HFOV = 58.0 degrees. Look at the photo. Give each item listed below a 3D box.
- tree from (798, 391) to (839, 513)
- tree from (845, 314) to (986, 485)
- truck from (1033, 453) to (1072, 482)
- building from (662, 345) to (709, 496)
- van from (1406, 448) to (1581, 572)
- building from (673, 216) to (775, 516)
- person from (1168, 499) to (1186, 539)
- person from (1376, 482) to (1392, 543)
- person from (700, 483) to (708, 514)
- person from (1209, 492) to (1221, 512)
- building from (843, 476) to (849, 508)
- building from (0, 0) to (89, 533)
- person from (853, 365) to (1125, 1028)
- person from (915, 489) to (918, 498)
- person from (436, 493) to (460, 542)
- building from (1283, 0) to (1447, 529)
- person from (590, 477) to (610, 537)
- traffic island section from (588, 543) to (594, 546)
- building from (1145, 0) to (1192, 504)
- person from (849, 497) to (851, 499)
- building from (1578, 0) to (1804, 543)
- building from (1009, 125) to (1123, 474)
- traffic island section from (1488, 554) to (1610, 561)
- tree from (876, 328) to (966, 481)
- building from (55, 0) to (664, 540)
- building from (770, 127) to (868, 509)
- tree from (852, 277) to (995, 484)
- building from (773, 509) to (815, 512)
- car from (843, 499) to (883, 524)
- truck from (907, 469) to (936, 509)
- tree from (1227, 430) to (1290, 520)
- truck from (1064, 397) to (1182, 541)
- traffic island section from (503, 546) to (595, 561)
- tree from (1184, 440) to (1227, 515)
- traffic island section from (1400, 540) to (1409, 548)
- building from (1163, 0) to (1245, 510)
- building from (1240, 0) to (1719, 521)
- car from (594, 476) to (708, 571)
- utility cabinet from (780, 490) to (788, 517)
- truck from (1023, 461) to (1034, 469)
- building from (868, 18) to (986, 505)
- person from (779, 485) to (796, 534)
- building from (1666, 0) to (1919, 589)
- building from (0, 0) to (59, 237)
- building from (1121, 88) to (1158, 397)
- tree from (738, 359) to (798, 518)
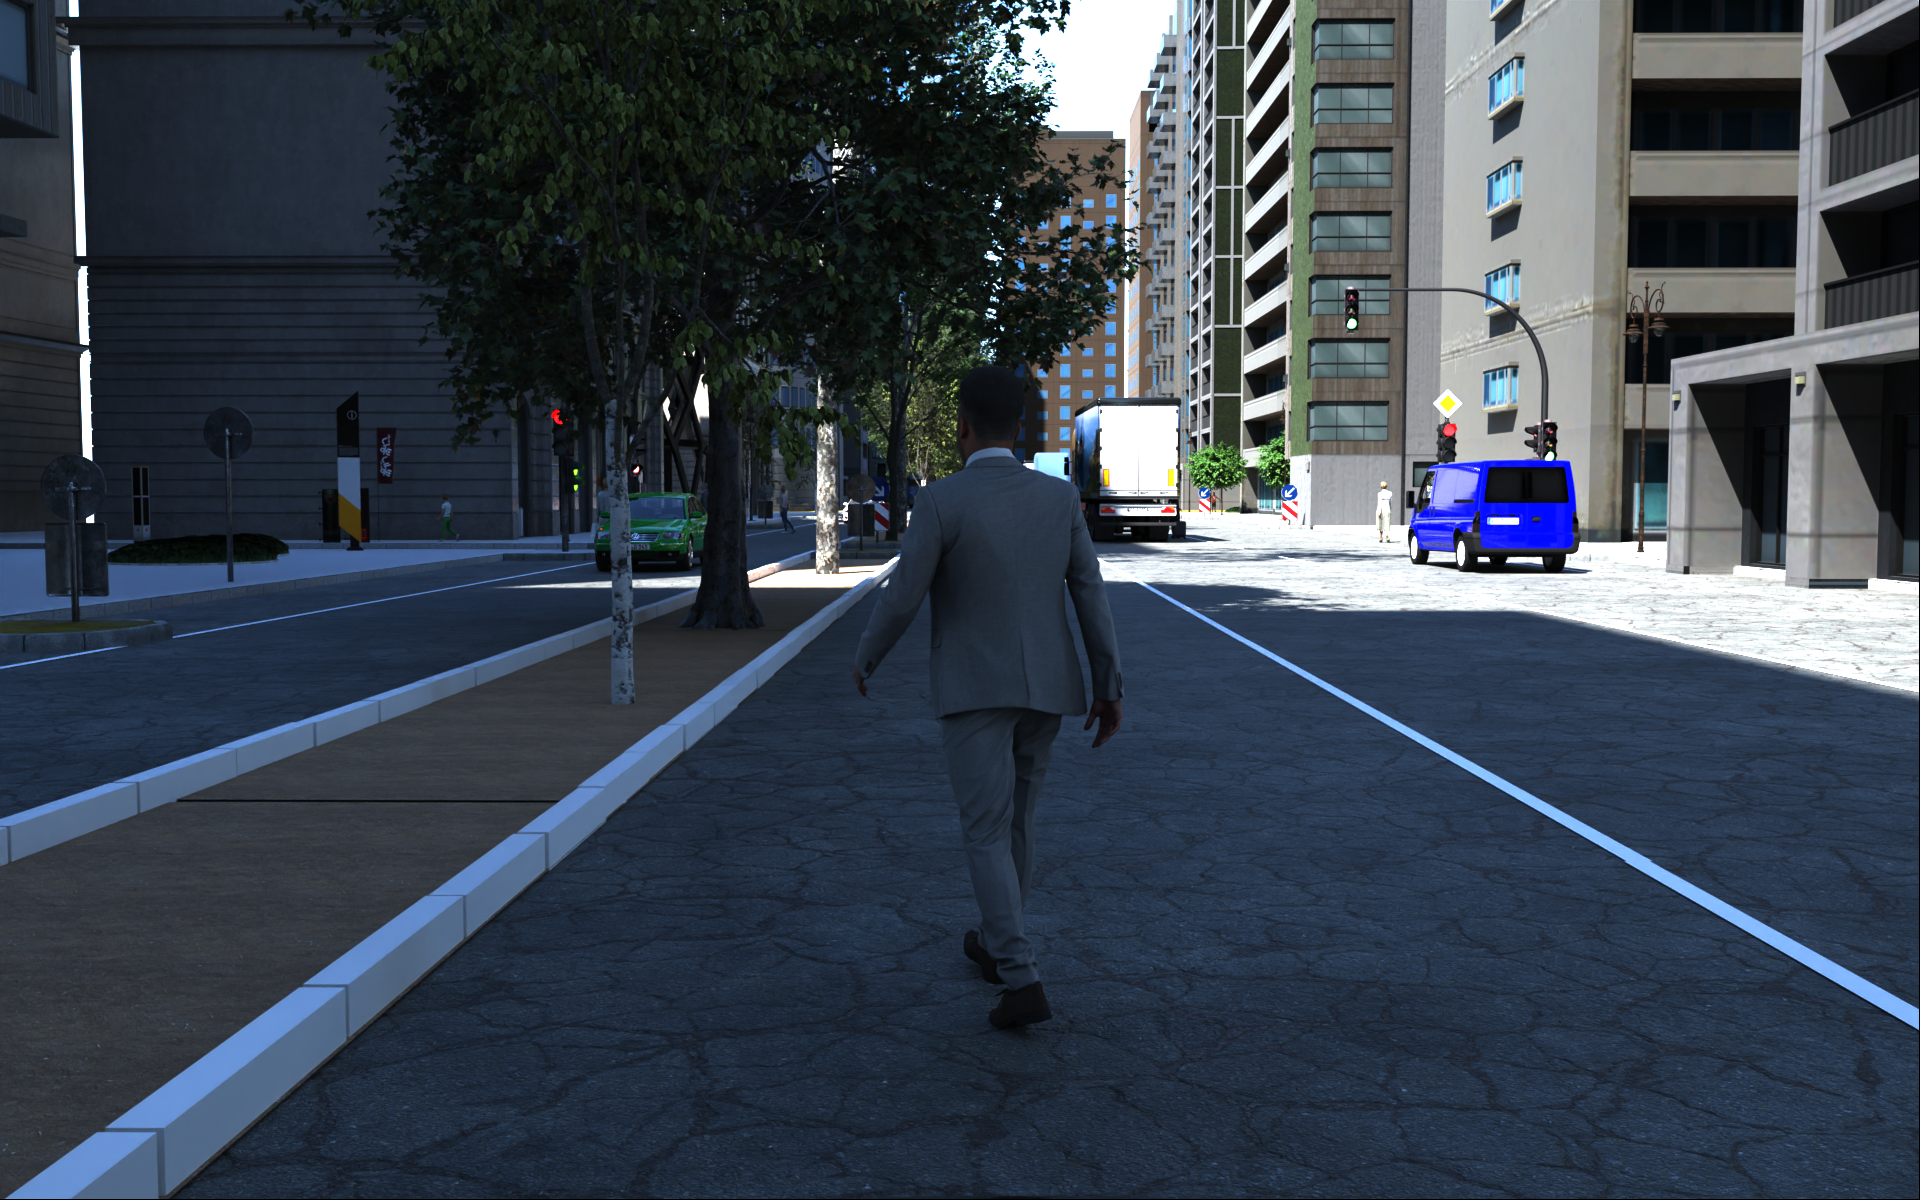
[{"bbox_3d":[-10.009,-10.246,117.876,4.360,8.622,3.978,0,3,0],"label":"tree"},{"bbox_3d":[-1.583,-8.976,83.625,8.767,10.594,7.601,0,4,1],"label":"tree"},{"bbox_3d":[5.797,-7.163,106.880,2.967,4.110,18.799,0,4,2],"label":"truck"},{"bbox_3d":[-20.226,-12.979,79.664,16.820,18.784,16.811,0,4,1],"label":"building"},{"bbox_3d":[10.143,-1.778,33.455,2.240,2.365,5.245,0,4,0],"label":"van"},{"bbox_3d":[-16.986,-14.592,103.213,10.561,19.102,19.286,0,4,1],"label":"building"},{"bbox_3d":[6.950,-2.885,55.890,0.699,1.804,1.509,0,4,8],"label":"person"},{"bbox_3d":[12.511,-2.584,50.977,0.478,1.798,0.641,0,4,2],"label":"person"},{"bbox_3d":[-7.930,-2.729,53.524,0.834,1.777,0.661,0,4,1],"label":"person"},{"bbox_3d":[18.286,-7.054,124.630,1.065,1.426,0.557,-1,4,-13],"label":"person"},{"bbox_3d":[-27.061,-28.793,162.646,32.217,40.220,23.993,0,4,1],"label":"building"},{"bbox_3d":[-46.168,-13.585,55.393,30.059,22.955,16.112,0,4,1],"label":"building"},{"bbox_3d":[0.098,0.239,4.860,0.678,1.792,0.850,-1,4,-22],"label":"person"},{"bbox_3d":[-3.135,-7.409,129.652,0.705,1.822,1.348,-2,4,-26],"label":"person"},{"bbox_3d":[-13.707,-2.207,46.370,0.590,1.304,0.306,0,4,-3],"label":"person"},{"bbox_3d":[21.272,-18.602,75.851,14.160,30.474,14.107,0,4,1],"label":"building"},{"bbox_3d":[-7.416,-1.671,36.174,0.694,1.780,0.624,2,4,33],"label":"person"},{"bbox_3d":[-8.731,-1.492,46.674,2.009,0.180,2.903,0,4,1],"label":"traffic island section"},{"bbox_3d":[29.710,-33.438,166.322,23.786,49.044,30.456,0,4,1],"label":"building"},{"bbox_3d":[-9.410,-8.932,152.173,0.705,1.812,1.348,2,4,26],"label":"person"},{"bbox_3d":[27.111,-26.346,54.460,21.600,48.544,21.300,0,4,1],"label":"building"},{"bbox_3d":[12.622,-34.437,213.163,14.200,45.320,14.600,0,4,1],"label":"building"},{"bbox_3d":[12.907,-0.986,38.409,2.009,0.180,2.903,0,4,1],"label":"traffic island section"},{"bbox_3d":[-1.340,-11.124,102.467,7.486,12.596,7.792,0,3,0],"label":"tree"},{"bbox_3d":[-18.163,-13.293,59.145,13.314,21.916,24.055,0,4,1],"label":"building"},{"bbox_3d":[-24.222,-39.368,185.667,28.212,58.520,21.231,0,4,1],"label":"building"},{"bbox_3d":[-1.678,-11.251,93.061,9.857,13.997,8.962,0,3,0],"label":"tree"},{"bbox_3d":[-20.858,-36.327,135.953,21.231,58.520,28.212,0,4,1],"label":"building"},{"bbox_3d":[-4.630,-4.447,85.067,2.083,1.381,4.827,0,4,3],"label":"car"},{"bbox_3d":[-3.817,-11.457,177.083,2.967,4.110,18.799,0,4,0],"label":"truck"},{"bbox_3d":[16.204,-6.292,86.592,4.285,4.588,4.351,0,3,0],"label":"tree"},{"bbox_3d":[5.106,-4.093,55.837,2.839,4.237,11.283,0,4,-1],"label":"truck"},{"bbox_3d":[-8.832,-1.004,38.690,2.009,0.180,2.903,0,4,1],"label":"traffic island section"},{"bbox_3d":[15.836,-7.405,104.777,4.285,4.588,4.351,0,3,0],"label":"tree"},{"bbox_3d":[13.009,-1.475,46.393,2.009,0.180,2.903,0,4,1],"label":"traffic island section"},{"bbox_3d":[27.980,-42.931,140.180,20.563,71.187,20.611,0,4,1],"label":"building"},{"bbox_3d":[28.790,-29.193,101.012,21.300,48.544,21.600,0,4,1],"label":"building"},{"bbox_3d":[-5.893,-1.524,33.720,1.959,1.807,4.718,0,4,0],"label":"car"},{"bbox_3d":[-9.908,-5.417,97.239,0.318,1.500,1.173,0,4,2],"label":"utility cabinet"},{"bbox_3d":[6.698,-9.871,150.310,2.839,4.237,11.283,0,4,1],"label":"truck"},{"bbox_3d":[-9.945,-55.206,215.291,31.000,86.520,22.319,0,4,1],"label":"building"},{"bbox_3d":[-6.219,-3.264,62.539,0.598,1.740,0.731,0,4,-7],"label":"person"},{"bbox_3d":[22.979,-35.525,19.088,20.563,71.187,20.611,0,4,1],"label":"building"},{"bbox_3d":[-31.774,-26.444,21.599,27.495,52.752,28.713,0,4,1],"label":"building"},{"bbox_3d":[25.827,-32.946,188.773,14.600,45.320,14.200,0,4,1],"label":"building"},{"bbox_3d":[-11.029,-8.611,91.160,4.360,8.622,3.978,0,3,0],"label":"tree"}]
